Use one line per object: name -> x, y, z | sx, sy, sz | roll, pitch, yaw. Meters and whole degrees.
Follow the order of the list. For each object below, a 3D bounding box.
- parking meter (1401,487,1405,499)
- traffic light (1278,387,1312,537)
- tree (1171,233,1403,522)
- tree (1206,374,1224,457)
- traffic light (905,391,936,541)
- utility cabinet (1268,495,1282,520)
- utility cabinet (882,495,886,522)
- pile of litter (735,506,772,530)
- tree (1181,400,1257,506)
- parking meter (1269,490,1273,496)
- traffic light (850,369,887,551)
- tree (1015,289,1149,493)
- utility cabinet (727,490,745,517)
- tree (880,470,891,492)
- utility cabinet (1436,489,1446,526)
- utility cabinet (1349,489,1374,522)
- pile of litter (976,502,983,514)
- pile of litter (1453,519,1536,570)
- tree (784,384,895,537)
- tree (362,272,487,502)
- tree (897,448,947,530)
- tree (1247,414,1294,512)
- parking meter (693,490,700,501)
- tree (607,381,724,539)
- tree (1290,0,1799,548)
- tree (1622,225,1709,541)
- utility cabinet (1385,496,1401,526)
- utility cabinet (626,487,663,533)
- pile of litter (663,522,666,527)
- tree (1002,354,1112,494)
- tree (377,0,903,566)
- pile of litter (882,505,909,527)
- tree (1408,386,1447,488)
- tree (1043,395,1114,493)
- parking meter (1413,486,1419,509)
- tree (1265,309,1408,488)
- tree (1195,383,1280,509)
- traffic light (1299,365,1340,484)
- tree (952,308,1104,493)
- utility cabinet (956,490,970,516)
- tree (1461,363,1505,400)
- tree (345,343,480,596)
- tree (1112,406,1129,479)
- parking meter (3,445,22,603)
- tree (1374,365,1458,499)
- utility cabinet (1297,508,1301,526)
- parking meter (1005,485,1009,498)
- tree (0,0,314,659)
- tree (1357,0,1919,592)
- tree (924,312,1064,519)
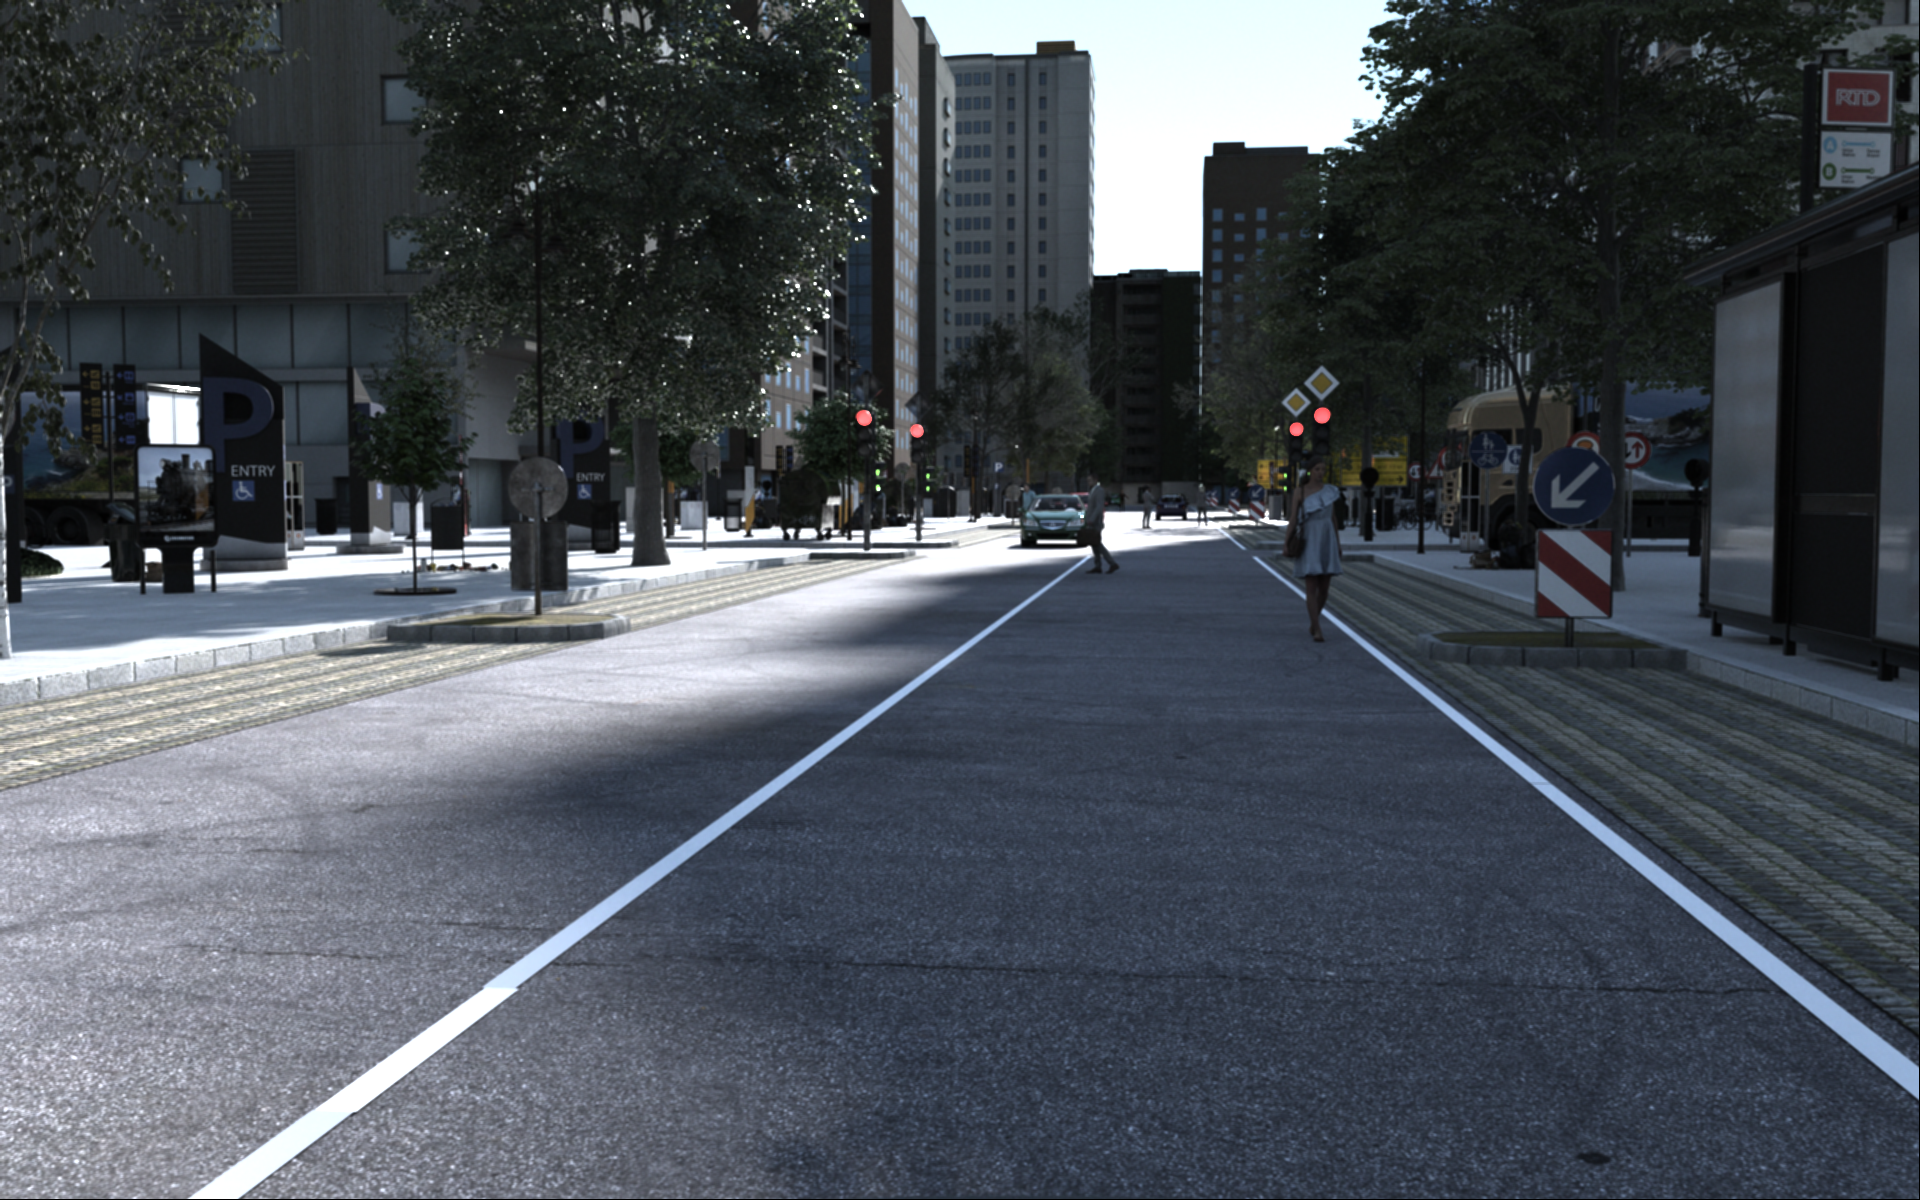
parking meter -> 27.008, -6.131, 105.949 | 0.399, 1.863, 0.255 | 2, 4, 32
traffic light -> 8.836, -3.475, 45.734 | 0.839, 4.253, 0.868 | 0, 4, 7
tree -> 15.495, -10.432, 80.927 | 12.009, 13.543, 11.850 | 0, 3, 0
tree -> 12.360, -8.203, 52.252 | 7.486, 12.596, 7.792 | 0, 3, 0
traffic light -> -1.101, -3.549, 46.947 | 0.839, 4.253, 0.868 | 0, 4, 7
utility cabinet -> 15.473, -4.523, 85.116 | 0.306, 1.237, 1.020 | 2, 4, 33
utility cabinet -> -3.885, -4.114, 78.418 | 1.020, 1.237, 0.306 | -2, 4, -26
pile of litter -> -7.594, -3.024, 63.415 | 1.176, 0.858, 1.719 | 3, 5, 44
tree -> 28.617, -16.610, 188.585 | 9.611, 12.733, 9.660 | 0, 3, 0
parking meter -> 19.097, -6.155, 106.343 | 0.255, 1.863, 0.399 | 1, 4, 9
traffic light -> -2.085, -3.064, 39.022 | 0.839, 4.253, 0.868 | 0, 4, 7
tree -> 11.642, -18.468, 157.839 | 12.611, 20.169, 13.585 | 0, 3, 0
utility cabinet -> -12.443, -5.406, 97.067 | 1.173, 1.500, 0.318 | 0, 4, 6
tree -> -5.275, -7.410, 115.750 | 1.663, 3.219, 1.824 | 0, 3, 0
utility cabinet -> 19.772, -3.738, 69.790 | 1.173, 1.500, 0.318 | -2, 4, -25
utility cabinet -> 18.380, -4.323, 79.367 | 1.173, 1.500, 0.318 | -2, 4, -25
pile of litter -> 0.892, -6.049, 112.871 | 1.176, 0.858, 1.719 | 0, 4, -7
pile of litter -> 9.314, -0.969, 29.815 | 1.719, 0.858, 1.176 | 0, 4, 4
tree -> -3.596, -4.171, 51.917 | 4.285, 4.588, 4.351 | 0, 3, 0
tree -> -18.104, -6.593, 58.162 | 4.360, 8.622, 3.978 | 0, 3, 0
tree -> -1.302, -4.151, 62.473 | 1.663, 3.219, 1.824 | 0, 3, 0
tree -> 21.948, -10.570, 123.175 | 4.360, 8.622, 3.978 | 0, 3, 0
parking meter -> -14.750, -5.424, 97.096 | 0.372, 1.533, 0.369 | 0, 3, 0
tree -> -8.484, -4.057, 50.046 | 4.285, 4.588, 4.351 | 0, 3, 0
tree -> 10.217, -5.929, 31.349 | 8.767, 10.594, 7.601 | 1, 4, 12
tree -> 19.111, -5.923, 47.197 | 4.360, 8.622, 3.978 | 0, 3, 0
utility cabinet -> 17.403, -3.580, 69.697 | 0.306, 1.237, 1.020 | 0, 4, -6
utility cabinet -> -10.375, -2.954, 56.979 | 1.173, 1.500, 0.318 | 0, 4, -2
pile of litter -> -12.245, -3.341, 68.583 | 1.719, 0.858, 1.176 | 3, 5, 40
tree -> 7.328, -13.418, 137.505 | 7.486, 12.596, 7.792 | 0, 3, 0
tree -> -5.580, -7.591, 30.766 | 9.857, 13.997, 8.962 | 0, 3, 0
pile of litter -> -2.767, -3.269, 67.412 | 1.719, 0.858, 1.176 | -1, 4, -19
tree -> 29.130, -9.781, 110.280 | 4.737, 8.622, 4.395 | 0, 3, 0
tree -> 12.342, -15.631, 181.324 | 9.928, 11.665, 9.643 | 0, 3, 0
parking meter -> 31.320, -6.928, 118.978 | 0.399, 1.863, 0.255 | 2, 4, 29
tree -> 13.508, -6.952, 64.032 | 4.737, 8.622, 4.395 | 0, 3, 0
tree -> 24.585, -13.900, 153.015 | 9.928, 11.665, 9.643 | 0, 3, 0
traffic light -> 7.852, -2.990, 37.809 | 0.839, 4.253, 0.868 | 0, 4, 7
tree -> 4.303, -12.488, 114.547 | 12.009, 13.543, 11.850 | 0, 3, 0
utility cabinet -> 0.167, -5.610, 100.402 | 0.318, 1.500, 1.173 | 2, 4, 26
tree -> 29.441, -9.000, 97.516 | 4.360, 8.622, 3.978 | 0, 3, 0
tree -> -6.955, -1.700, 22.394 | 1.663, 3.219, 1.824 | 0, 3, 0
tree -> 15.600, -17.178, 198.983 | 7.486, 12.596, 7.792 | 0, 3, 0
parking meter -> -11.276, -0.893, 20.313 | 0.255, 1.863, 0.399 | 1, 4, 20
tree -> 23.988, -8.752, 93.452 | 4.360, 8.622, 3.978 | 0, 3, 0
utility cabinet -> 13.628, -3.687, 68.963 | 0.318, 1.500, 1.173 | 2, 4, 30
parking meter -> 3.027, -6.259, 108.050 | 0.399, 1.863, 0.255 | 3, 4, 36
tree -> -7.275, -3.853, 13.352 | 4.360, 8.622, 3.978 | 0, 3, 0
tree -> 8.469, -6.418, 23.059 | 7.486, 12.596, 7.792 | 0, 3, 0
tree -> 1.211, -9.426, 88.535 | 7.601, 10.594, 8.767 | 2, 4, 28
